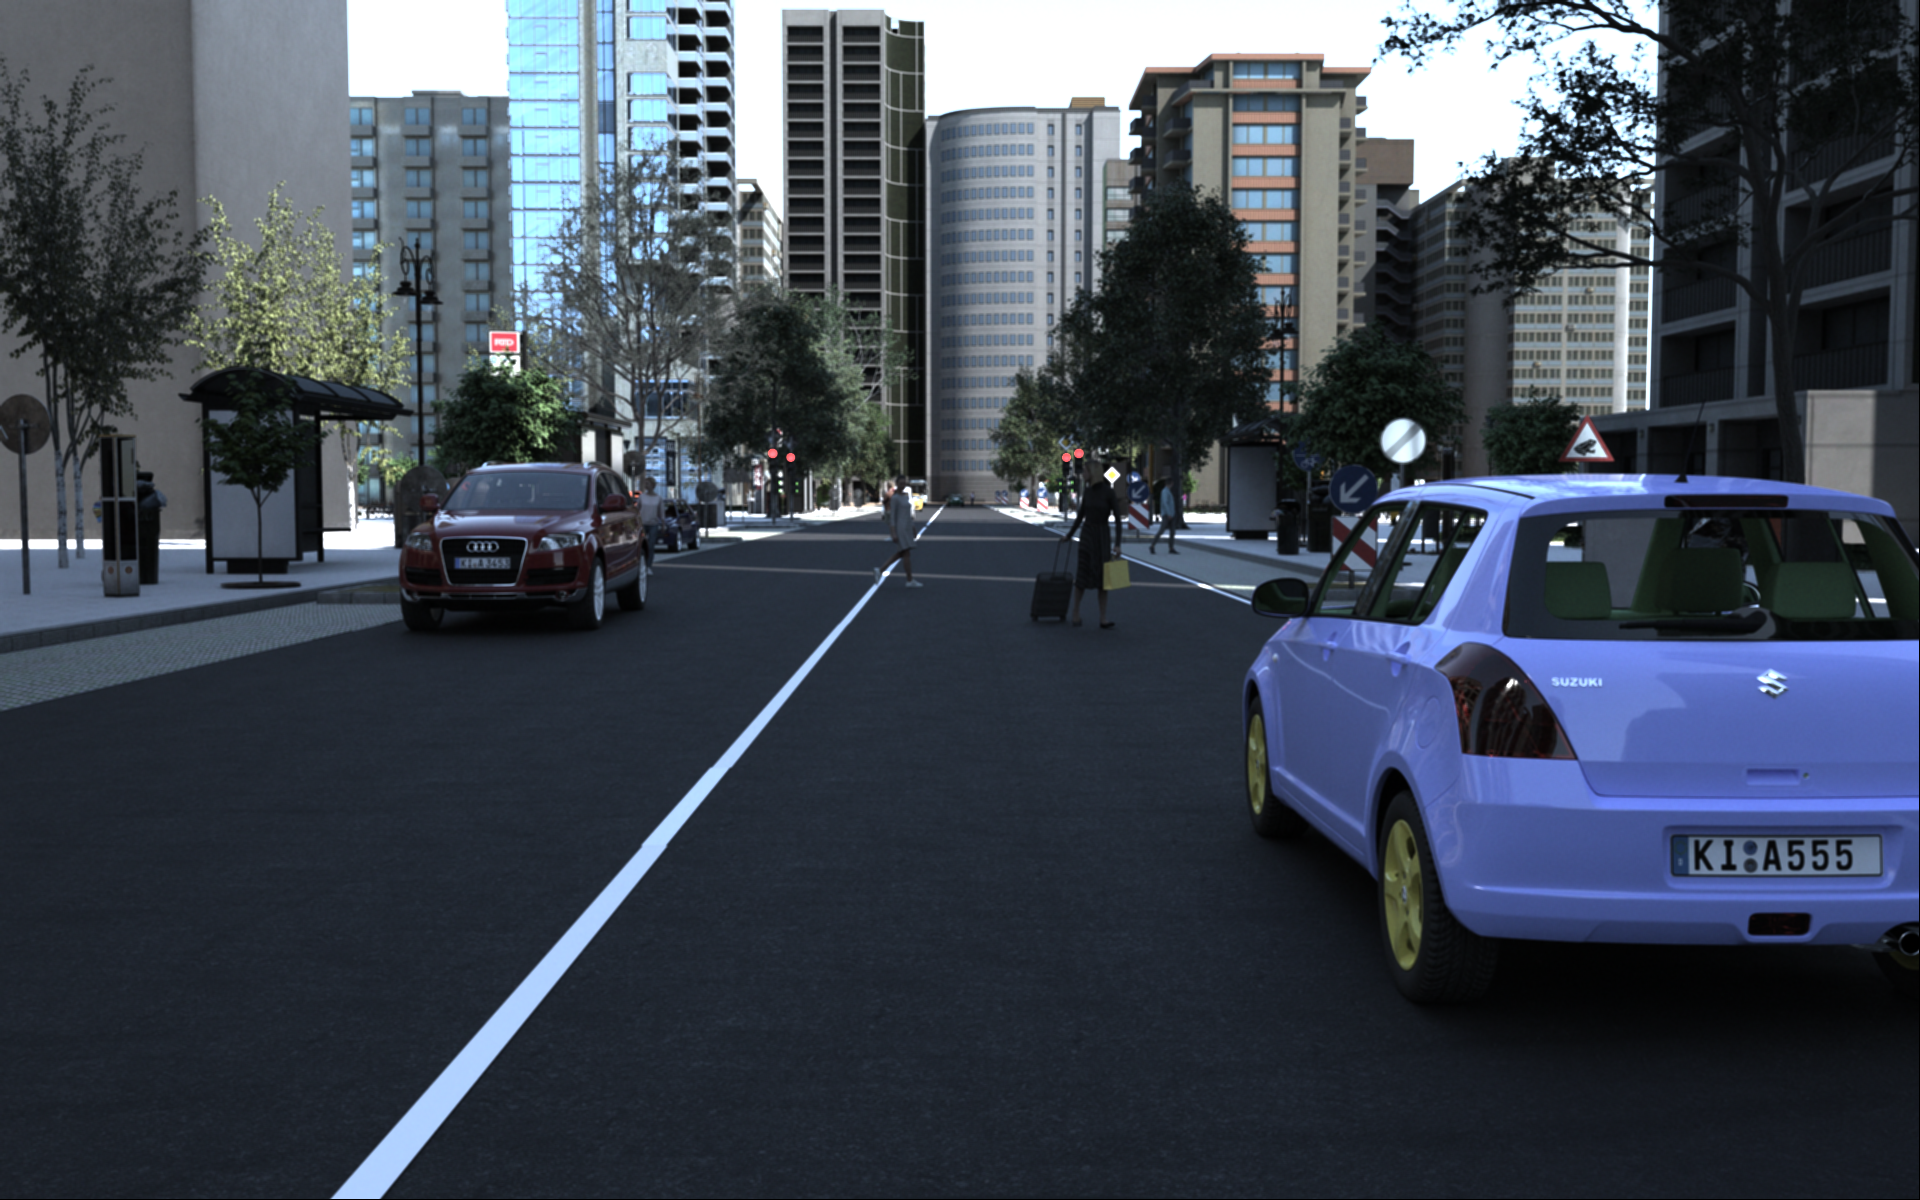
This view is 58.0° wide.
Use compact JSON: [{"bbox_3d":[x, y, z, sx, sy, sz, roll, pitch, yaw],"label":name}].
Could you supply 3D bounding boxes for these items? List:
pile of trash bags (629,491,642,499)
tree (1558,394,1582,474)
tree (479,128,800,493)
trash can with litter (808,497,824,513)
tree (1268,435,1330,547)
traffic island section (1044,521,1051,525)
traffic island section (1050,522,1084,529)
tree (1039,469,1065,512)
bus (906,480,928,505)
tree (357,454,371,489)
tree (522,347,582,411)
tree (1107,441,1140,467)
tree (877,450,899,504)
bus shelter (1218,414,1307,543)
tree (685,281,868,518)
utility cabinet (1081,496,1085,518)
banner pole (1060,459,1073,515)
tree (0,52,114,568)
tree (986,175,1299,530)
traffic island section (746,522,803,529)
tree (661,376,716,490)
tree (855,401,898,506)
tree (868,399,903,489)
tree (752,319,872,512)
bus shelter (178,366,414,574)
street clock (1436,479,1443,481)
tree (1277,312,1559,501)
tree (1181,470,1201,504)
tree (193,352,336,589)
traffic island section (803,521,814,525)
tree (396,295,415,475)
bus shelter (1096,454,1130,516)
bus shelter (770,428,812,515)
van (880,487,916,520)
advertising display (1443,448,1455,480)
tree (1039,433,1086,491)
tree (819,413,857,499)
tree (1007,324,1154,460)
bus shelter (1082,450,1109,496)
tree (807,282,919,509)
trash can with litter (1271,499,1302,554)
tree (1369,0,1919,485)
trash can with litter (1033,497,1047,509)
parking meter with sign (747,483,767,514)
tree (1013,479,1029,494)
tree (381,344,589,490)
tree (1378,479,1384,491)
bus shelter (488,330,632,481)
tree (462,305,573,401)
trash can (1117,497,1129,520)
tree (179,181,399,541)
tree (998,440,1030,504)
[{"bbox_3d":[-12.024,-3.206,62.172,1.912,1.369,3.447,3,5,44],"label":"pile of trash bags"},{"bbox_3d":[17.096,-4.155,51.644,4.285,4.588,4.351,0,3,0],"label":"tree"},{"bbox_3d":[-10.494,-8.999,57.503,12.009,13.543,11.850,0,3,0],"label":"tree"},{"bbox_3d":[-10.683,-6.483,117.056,2.233,1.210,1.678,1,4,14],"label":"trash can with litter"},{"bbox_3d":[8.244,-2.911,42.196,1.663,3.219,1.824,0,3,0],"label":"tree"},{"bbox_3d":[4.966,-3.584,80.874,2.009,0.180,2.903,0,4,0],"label":"traffic island section"},{"bbox_3d":[4.995,-3.095,72.889,2.009,0.180,2.903,0,4,0],"label":"traffic island section"},{"bbox_3d":[7.524,-9.006,141.845,1.663,3.219,1.824,0,3,0],"label":"tree"},{"bbox_3d":[-5.573,-14.077,225.011,2.948,3.499,13.247,0,4,-1],"label":"bus"},{"bbox_3d":[-43.088,-8.429,121.534,4.285,4.588,4.351,0,3,0],"label":"tree"},{"bbox_3d":[-20.413,-8.301,86.084,4.360,8.622,3.978,0,3,0],"label":"tree"},{"bbox_3d":[13.729,-12.281,151.156,4.737,8.622,4.395,0,3,0],"label":"tree"},{"bbox_3d":[-10.305,-17.032,228.827,4.737,8.622,4.395,0,3,0],"label":"tree"},{"bbox_3d":[8.337,-3.209,46.392,2.014,3.302,5.546,0,4,0],"label":"bus shelter"},{"bbox_3d":[-9.876,-10.727,92.388,9.611,12.733,9.660,0,3,0],"label":"tree"},{"bbox_3d":[6.529,-4.870,90.784,0.306,1.237,1.020,1,4,10],"label":"utility cabinet"},{"bbox_3d":[6.683,-7.254,108.612,0.863,3.779,0.401,0,4,6],"label":"banner pole"},{"bbox_3d":[-15.286,-4.854,29.721,4.360,8.622,3.978,0,3,0],"label":"tree"},{"bbox_3d":[7.796,-8.904,62.587,9.611,12.733,9.660,0,3,0],"label":"tree"},{"bbox_3d":[-7.846,-3.093,72.848,2.009,0.180,2.903,0,4,0],"label":"traffic island section"},{"bbox_3d":[-15.730,-9.465,105.116,4.360,8.622,3.978,0,3,0],"label":"tree"},{"bbox_3d":[-10.760,-16.367,193.355,9.928,11.665,9.643,0,3,0],"label":"tree"},{"bbox_3d":[-11.502,-15.714,173.926,9.611,12.733,9.660,0,3,0],"label":"tree"},{"bbox_3d":[-10.501,-13.151,121.671,9.857,13.997,8.962,0,3,0],"label":"tree"},{"bbox_3d":[-11.379,-2.222,30.252,2.014,3.302,5.546,0,4,0],"label":"bus shelter"},{"bbox_3d":[22.968,-4.796,82.977,0.358,2.002,0.471,2,4,35],"label":"street clock"},{"bbox_3d":[7.527,-2.911,31.311,4.285,4.588,4.351,0,3,0],"label":"tree"},{"bbox_3d":[16.496,-7.945,124.497,1.663,3.219,1.824,0,3,0],"label":"tree"},{"bbox_3d":[-9.763,-1.792,23.893,1.663,3.219,1.824,0,3,0],"label":"tree"},{"bbox_3d":[-7.875,-3.581,80.833,2.009,0.180,2.903,0,4,0],"label":"traffic island section"},{"bbox_3d":[-16.608,-5.907,46.935,4.737,8.622,4.395,0,3,0],"label":"tree"},{"bbox_3d":[9.197,-6.922,104.458,1.731,3.624,6.357,0,4,0],"label":"bus shelter"},{"bbox_3d":[-10.490,-7.993,108.325,2.179,5.291,8.768,0,3,0],"label":"bus shelter"},{"bbox_3d":[-3.401,-5.428,95.760,2.013,2.044,4.112,0,4,1],"label":"van"},{"bbox_3d":[6.969,-1.194,24.742,0.123,1.923,0.974,1,4,18],"label":"advertising display"},{"bbox_3d":[8.222,-11.306,135.217,4.737,8.622,4.395,0,3,0],"label":"tree"},{"bbox_3d":[-10.277,-11.572,139.556,4.737,8.622,4.395,0,3,0],"label":"tree"},{"bbox_3d":[6.795,-9.482,89.446,7.601,10.594,8.767,3,4,39],"label":"tree"},{"bbox_3d":[9.508,-8.763,120.902,2.179,5.291,8.768,0,4,0],"label":"bus shelter"},{"bbox_3d":[-9.995,-18.177,153.084,12.611,20.169,13.585,0,3,0],"label":"tree"},{"bbox_3d":[6.955,-1.559,36.876,0.624,1.170,1.055,1,4,12],"label":"trash can with litter"},{"bbox_3d":[8.231,-5.073,17.352,8.767,10.594,7.601,-3,4,-38],"label":"tree"},{"bbox_3d":[7.184,-8.714,153.858,1.055,1.170,0.624,-2,4,-33],"label":"trash can with litter"},{"bbox_3d":[-12.730,-6.993,110.604,1.738,3.016,0.543,1,4,14],"label":"parking meter with sign"},{"bbox_3d":[6.681,-12.313,195.917,1.663,3.219,1.824,0,3,0],"label":"tree"},{"bbox_3d":[-9.873,-3.320,37.988,4.285,4.588,4.351,0,3,0],"label":"tree"},{"bbox_3d":[25.284,-6.873,106.980,1.663,3.219,1.824,0,3,0],"label":"tree"},{"bbox_3d":[-10.469,-4.136,45.251,2.179,5.291,8.768,0,3,0],"label":"bus shelter"},{"bbox_3d":[-16.699,-7.065,65.870,4.737,8.622,4.395,0,3,0],"label":"tree"},{"bbox_3d":[8.157,-4.625,87.277,0.748,1.137,0.748,0,3,0],"label":"trash can"},{"bbox_3d":[-16.688,-5.571,41.449,4.737,8.622,4.395,0,3,0],"label":"tree"},{"bbox_3d":[7.566,-16.355,217.761,4.737,8.622,4.395,0,3,0],"label":"tree"}]
